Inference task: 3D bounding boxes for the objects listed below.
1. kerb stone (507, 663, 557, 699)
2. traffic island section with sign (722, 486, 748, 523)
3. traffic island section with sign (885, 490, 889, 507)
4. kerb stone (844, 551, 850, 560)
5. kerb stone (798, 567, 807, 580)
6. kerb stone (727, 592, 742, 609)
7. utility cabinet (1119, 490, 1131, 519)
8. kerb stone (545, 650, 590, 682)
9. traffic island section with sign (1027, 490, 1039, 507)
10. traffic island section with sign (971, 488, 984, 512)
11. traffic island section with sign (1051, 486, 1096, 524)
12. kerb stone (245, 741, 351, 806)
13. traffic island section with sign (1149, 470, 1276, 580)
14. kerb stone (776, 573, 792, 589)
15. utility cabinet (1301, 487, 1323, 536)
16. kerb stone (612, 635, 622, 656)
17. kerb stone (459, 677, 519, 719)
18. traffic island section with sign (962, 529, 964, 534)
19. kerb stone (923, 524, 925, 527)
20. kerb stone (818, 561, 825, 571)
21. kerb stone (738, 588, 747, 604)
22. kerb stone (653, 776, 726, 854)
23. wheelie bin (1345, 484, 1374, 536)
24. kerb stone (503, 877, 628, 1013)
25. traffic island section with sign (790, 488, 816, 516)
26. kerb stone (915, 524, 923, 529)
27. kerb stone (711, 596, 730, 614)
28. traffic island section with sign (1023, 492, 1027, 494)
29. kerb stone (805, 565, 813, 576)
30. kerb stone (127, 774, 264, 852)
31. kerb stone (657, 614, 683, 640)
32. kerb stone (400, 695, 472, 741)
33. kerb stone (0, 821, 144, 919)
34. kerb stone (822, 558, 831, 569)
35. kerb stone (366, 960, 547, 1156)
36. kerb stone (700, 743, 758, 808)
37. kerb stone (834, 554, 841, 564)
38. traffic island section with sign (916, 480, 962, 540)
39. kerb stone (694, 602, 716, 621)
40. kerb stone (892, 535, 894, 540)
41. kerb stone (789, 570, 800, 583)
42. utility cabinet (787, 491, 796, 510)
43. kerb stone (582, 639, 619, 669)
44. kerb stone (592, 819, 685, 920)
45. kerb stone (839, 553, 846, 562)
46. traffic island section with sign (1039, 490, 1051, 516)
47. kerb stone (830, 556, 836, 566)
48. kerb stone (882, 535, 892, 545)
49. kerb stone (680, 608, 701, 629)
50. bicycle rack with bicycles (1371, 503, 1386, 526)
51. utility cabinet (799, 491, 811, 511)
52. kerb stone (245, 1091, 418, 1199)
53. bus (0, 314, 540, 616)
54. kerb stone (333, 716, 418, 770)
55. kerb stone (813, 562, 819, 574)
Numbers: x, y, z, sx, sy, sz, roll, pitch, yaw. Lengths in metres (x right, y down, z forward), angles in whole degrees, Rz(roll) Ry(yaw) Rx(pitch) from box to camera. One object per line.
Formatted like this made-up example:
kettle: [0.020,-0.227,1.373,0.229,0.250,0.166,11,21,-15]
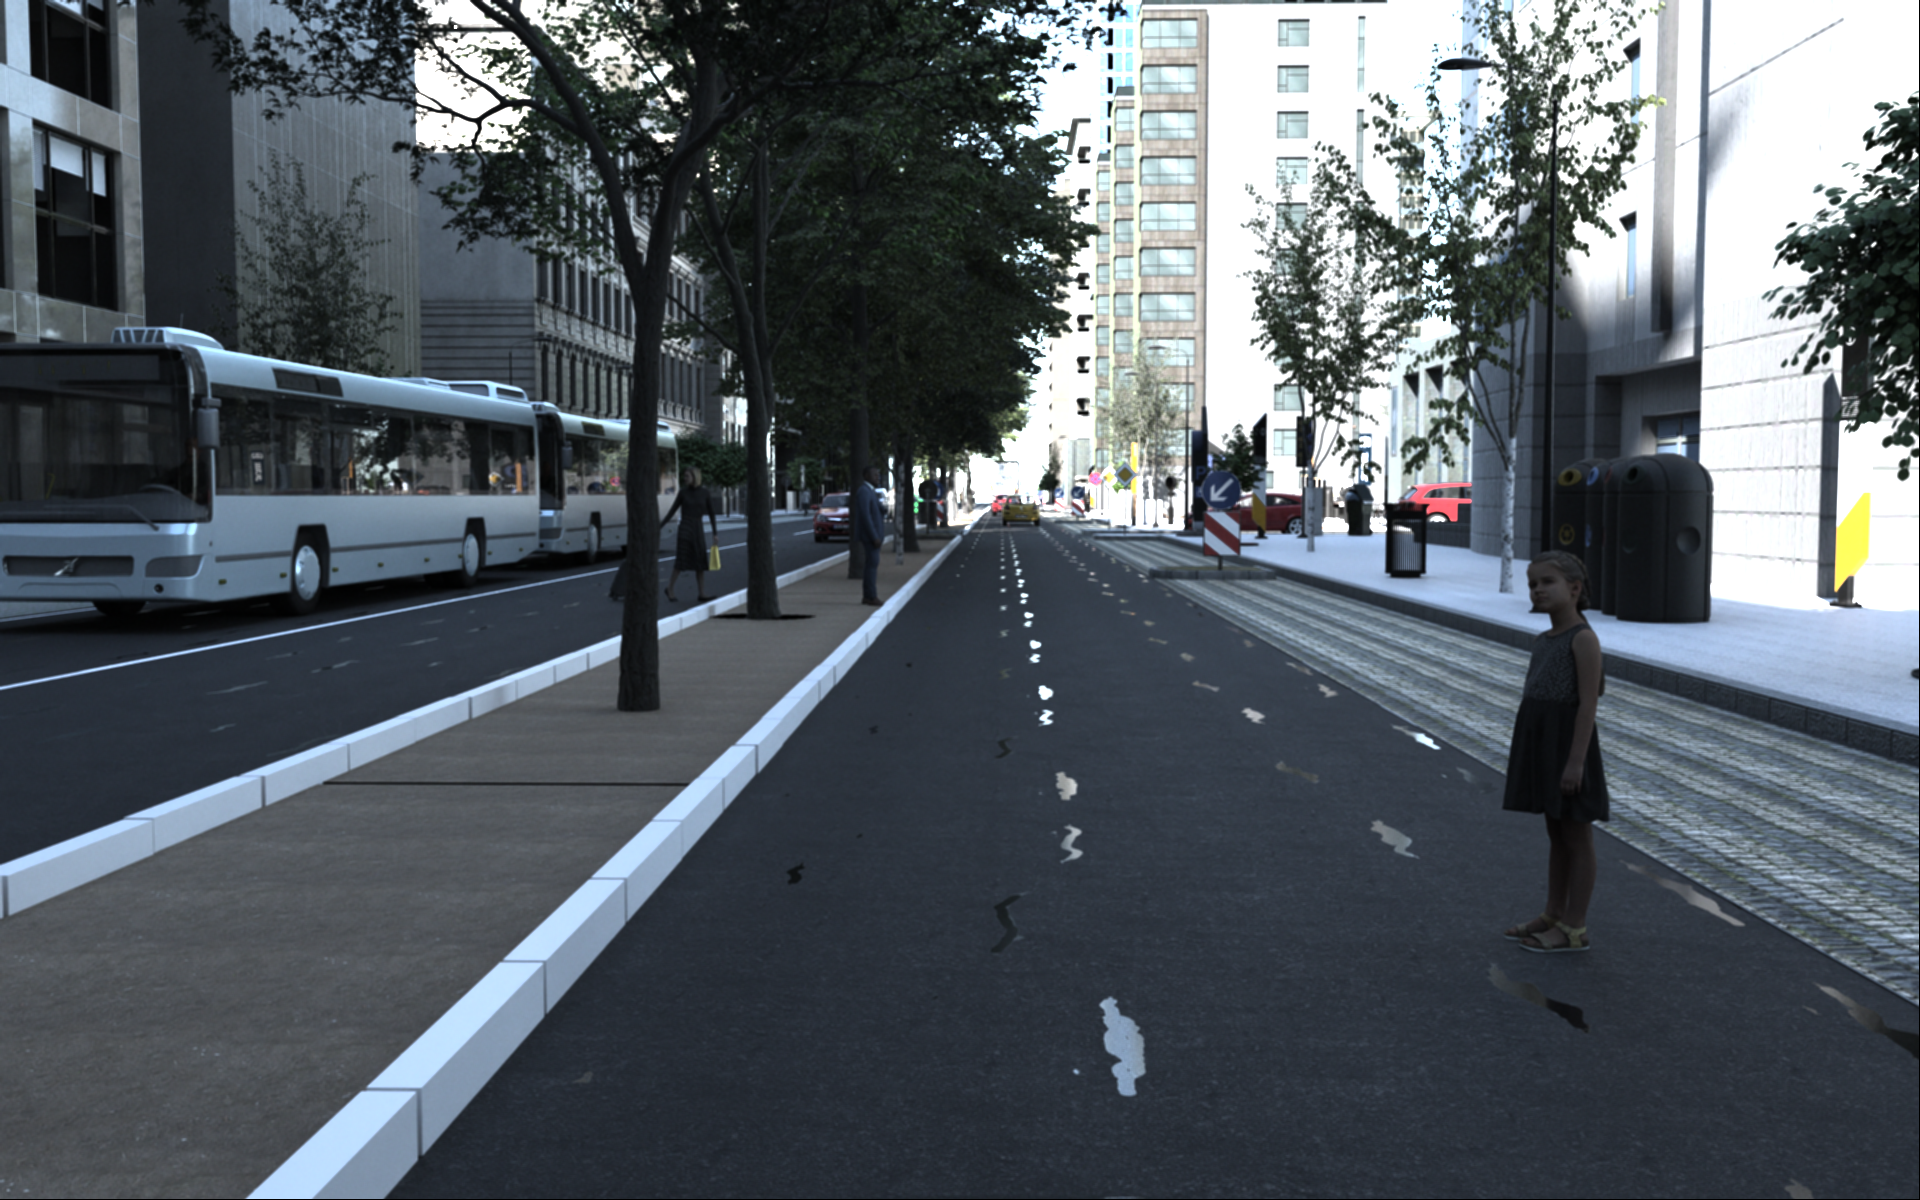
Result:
kerb stone: [-3.114,0.594,12.489,0.120,0.150,1.000,0,4,1]
traffic island section with sign: [-10.603,-4.699,85.456,1.989,1.847,2.006,0,4,1]
traffic island section with sign: [-8.080,-11.077,189.737,1.989,1.847,2.006,0,4,1]
kerb stone: [-2.518,-0.912,37.114,0.120,0.150,1.000,0,4,1]
kerb stone: [-2.709,-0.410,28.897,0.120,0.150,1.000,0,4,1]
kerb stone: [-2.899,0.030,21.720,0.120,0.150,1.000,0,4,1]
utility cabinet: [8.372,-4.804,87.232,0.318,1.500,1.173,2,4,28]
kerb stone: [-3.089,0.531,13.518,0.120,0.150,1.000,0,4,1]
traffic island section with sign: [7.455,-9.352,161.529,1.989,1.847,2.006,0,4,1]
traffic island section with sign: [0.938,-7.899,137.283,2.006,1.907,1.989,0,4,1]
traffic island section with sign: [5.607,-4.640,84.498,1.989,1.847,2.006,0,4,1]
kerb stone: [-3.213,0.845,8.393,0.120,0.150,1.000,0,4,1]
traffic island section with sign: [4.275,-1.288,29.682,1.989,1.847,2.006,0,4,1]
kerb stone: [-2.770,-0.284,26.838,0.120,0.150,1.000,0,4,1]
utility cabinet: [10.853,-2.730,53.312,0.318,1.500,1.173,0,4,-7]
kerb stone: [-3.043,0.410,15.562,0.120,0.150,1.000,0,4,1]
kerb stone: [-3.137,0.656,11.467,0.120,0.150,1.000,0,4,1]
traffic island section with sign: [-0.868,-3.305,62.167,2.006,1.907,1.989,0,4,1]
kerb stone: [-1.665,-3.077,72.509,0.120,0.150,1.000,0,4,1]
kerb stone: [-2.645,-0.587,31.984,0.120,0.150,1.000,0,4,1]
kerb stone: [-2.868,-0.033,22.742,0.120,0.150,1.000,0,4,1]
kerb stone: [-1.141,0.910,7.317,0.120,0.150,1.000,0,4,1]
wheelie bin: [12.314,-2.789,53.516,0.980,1.594,0.693,-3,5,-42]
kerb stone: [-1.187,1.035,5.268,0.120,0.150,1.000,0,4,1]
traffic island section with sign: [-9.957,-6.347,112.403,1.989,1.847,2.006,0,4,1]
kerb stone: [-1.693,-3.014,71.476,0.120,0.150,1.000,0,4,1]
kerb stone: [-2.915,0.092,20.696,0.120,0.150,1.000,0,4,1]
traffic island section with sign: [8.134,-11.052,189.330,1.989,1.847,2.006,0,4,1]
kerb stone: [-2.693,-0.469,29.926,0.120,0.150,1.000,0,4,1]
kerb stone: [-3.242,0.907,7.364,0.120,0.150,1.000,0,4,1]
kerb stone: [-2.995,0.280,17.621,0.120,0.150,1.000,0,4,1]
kerb stone: [-3.175,0.719,10.445,0.120,0.150,1.000,0,4,1]
kerb stone: [-3.256,0.973,6.339,0.120,0.150,1.000,0,4,1]
kerb stone: [-2.620,-0.662,33.014,0.120,0.150,1.000,0,4,1]
kerb stone: [-1.211,1.098,4.246,0.120,0.150,1.000,0,4,1]
kerb stone: [-1.117,0.850,8.349,0.120,0.150,1.000,0,4,1]
kerb stone: [-2.568,-0.784,35.070,0.120,0.150,1.000,0,4,1]
traffic island section with sign: [-1.056,-2.852,54.762,2.006,1.907,1.989,0,4,1]
kerb stone: [-2.943,0.155,19.671,0.120,0.150,1.000,0,4,1]
kerb stone: [-2.149,-1.853,52.487,0.120,0.150,1.000,0,4,1]
kerb stone: [-2.740,-0.347,27.875,0.120,0.150,1.000,0,4,1]
utility cabinet: [-13.144,-7.751,135.401,0.318,1.500,1.173,-2,4,-28]
kerb stone: [-3.056,0.468,14.539,0.120,0.150,1.000,0,4,1]
kerb stone: [-1.162,0.973,6.292,0.120,0.150,1.000,0,4,1]
kerb stone: [-2.544,-0.850,36.092,0.120,0.150,1.000,0,4,1]
traffic island section with sign: [6.250,-6.289,111.445,1.989,1.847,2.006,0,4,1]
kerb stone: [-2.596,-0.721,34.036,0.120,0.150,1.000,0,4,1]
kerb stone: [-2.174,-1.790,51.463,0.120,0.150,1.000,0,4,1]
kerb stone: [-2.965,0.223,18.647,0.120,0.150,1.000,0,4,1]
bicycle rack with bicycles: [17.385,-3.471,70.129,2.925,0.926,2.852,-1,4,-10]
utility cabinet: [-11.320,-7.191,126.257,0.318,1.500,1.173,2,4,25]
kerb stone: [-1.238,1.160,3.224,0.120,0.150,1.000,0,4,1]
bus: [-8.783,-1.733,23.197,2.948,3.499,13.247,0,4,2]
kerb stone: [-3.191,0.782,9.415,0.120,0.150,1.000,0,4,1]
kerb stone: [-2.672,-0.535,30.953,0.120,0.150,1.000,0,4,1]
